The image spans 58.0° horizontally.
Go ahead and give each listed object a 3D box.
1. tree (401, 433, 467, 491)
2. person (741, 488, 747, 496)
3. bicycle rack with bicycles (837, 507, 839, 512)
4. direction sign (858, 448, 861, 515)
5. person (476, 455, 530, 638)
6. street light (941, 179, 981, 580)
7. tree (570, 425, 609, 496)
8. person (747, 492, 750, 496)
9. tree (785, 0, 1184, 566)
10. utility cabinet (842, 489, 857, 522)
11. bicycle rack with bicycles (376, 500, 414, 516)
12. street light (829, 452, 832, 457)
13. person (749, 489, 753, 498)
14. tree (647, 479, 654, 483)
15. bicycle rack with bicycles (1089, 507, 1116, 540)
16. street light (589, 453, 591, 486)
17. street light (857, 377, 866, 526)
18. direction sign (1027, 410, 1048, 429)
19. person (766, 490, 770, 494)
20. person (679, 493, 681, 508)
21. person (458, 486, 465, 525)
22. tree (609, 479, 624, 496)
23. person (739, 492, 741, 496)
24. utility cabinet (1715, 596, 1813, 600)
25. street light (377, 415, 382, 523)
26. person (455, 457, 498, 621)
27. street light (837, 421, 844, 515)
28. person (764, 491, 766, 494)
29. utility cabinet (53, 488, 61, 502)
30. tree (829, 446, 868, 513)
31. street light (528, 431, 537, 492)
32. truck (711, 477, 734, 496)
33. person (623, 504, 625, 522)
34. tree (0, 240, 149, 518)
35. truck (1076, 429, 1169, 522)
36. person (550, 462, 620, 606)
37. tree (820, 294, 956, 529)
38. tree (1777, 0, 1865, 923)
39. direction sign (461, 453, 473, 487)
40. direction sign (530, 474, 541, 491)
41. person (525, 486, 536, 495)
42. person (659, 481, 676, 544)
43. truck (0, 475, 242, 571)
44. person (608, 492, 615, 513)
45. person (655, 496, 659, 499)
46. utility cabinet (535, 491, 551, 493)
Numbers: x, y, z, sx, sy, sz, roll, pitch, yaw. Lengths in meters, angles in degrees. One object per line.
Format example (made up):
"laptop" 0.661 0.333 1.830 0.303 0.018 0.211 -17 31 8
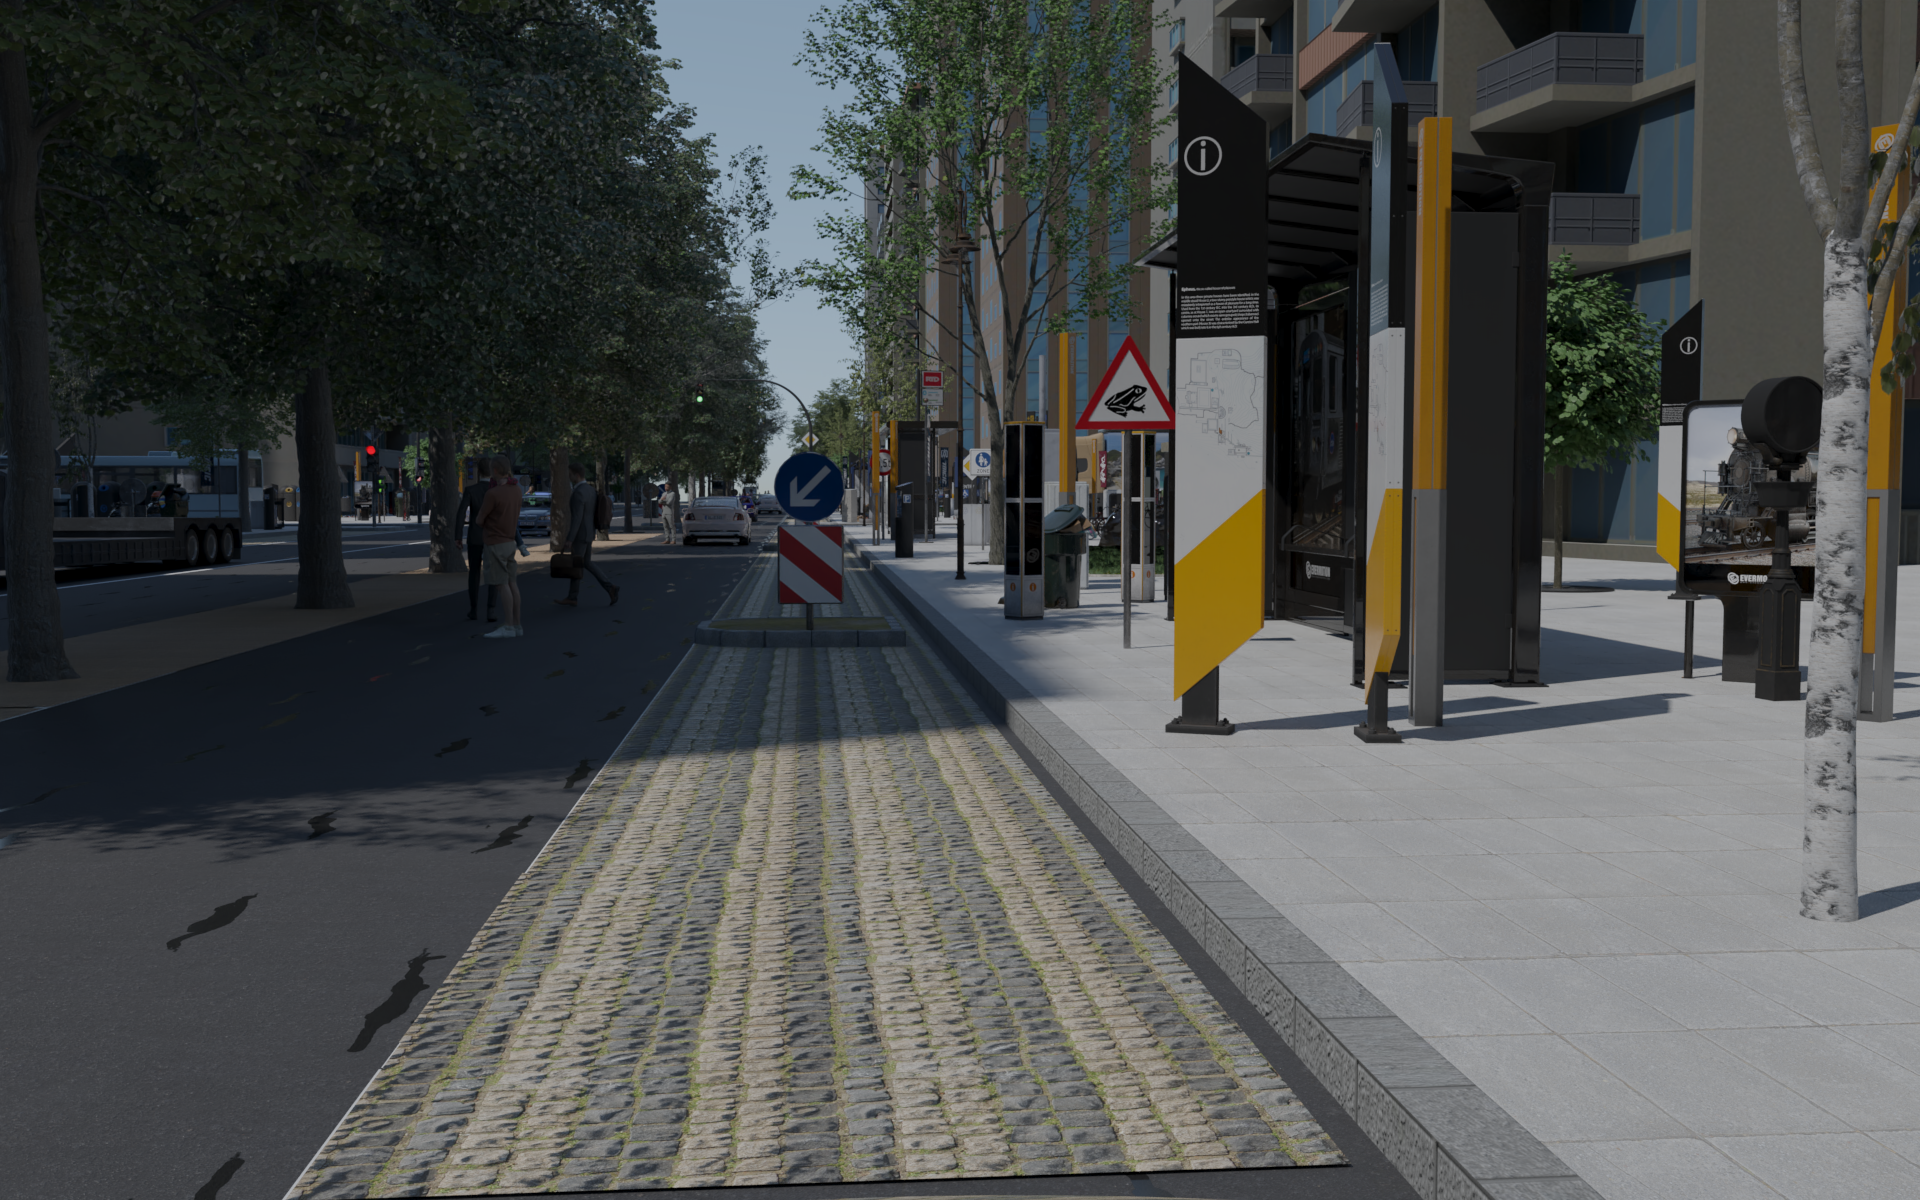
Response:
"tree" -26.839 -6.382 88.059 4.285 4.588 4.351 0 3 0
"person" -14.537 -6.599 116.408 0.388 1.821 0.555 2 4 24
"bicycle rack with bicycles" -8.185 -6.848 125.342 2.852 0.926 2.925 -1 4 -17
"direction sign" -4.925 -5.707 85.304 0.379 3.537 0.876 0 4 4
"person" -4.602 -0.547 17.425 0.573 1.828 0.580 -2 4 -33
"street light" 0.008 -3.245 25.838 0.468 5.910 1.993 0 4 -5
"tree" -33.670 -15.188 165.338 9.611 12.733 9.660 0 3 0
"person" -31.393 -15.105 256.168 1.217 1.736 0.721 -3 5 -44
"tree" 0.733 -6.453 31.260 9.928 11.665 9.643 0 3 0
"utility cabinet" -4.978 -4.225 77.757 0.318 1.500 1.173 -2 4 -25
"bicycle rack with bicycles" -32.733 -5.262 99.415 2.852 0.926 2.925 0 4 4
"street light" -11.232 -10.929 151.482 0.468 5.910 1.993 0 4 -5
"person" -15.228 -7.174 125.801 0.388 1.821 0.555 -1 4 -20
"tree" -38.164 -13.329 212.522 1.663 3.219 1.824 0 3 0
"bicycle rack with bicycles" 4.011 -2.186 49.120 2.925 0.926 2.852 -1 4 -14
"street light" -32.472 -10.977 152.258 0.468 5.910 1.993 0 4 -5
"street light" -3.803 -5.864 68.669 0.468 5.910 1.993 0 4 -5
"direction sign" 2.099 -3.376 47.203 0.379 3.537 0.876 -3 4 -37
"person" -19.388 -10.189 175.181 1.348 1.812 0.705 0 4 4
"person" -29.386 -10.446 180.768 0.415 1.643 0.593 -3 4 -37
"person" -22.962 -4.314 79.137 0.767 1.812 0.694 3 5 42
"tree" -35.926 -11.476 182.230 1.663 3.219 1.824 0 3 0
"person" -38.807 -18.084 304.892 1.217 1.735 0.721 -3 5 -39
"utility cabinet" 9.773 -0.745 20.860 1.173 1.500 0.318 1 4 14
"street light" -25.687 -6.341 76.469 0.468 5.910 1.993 0 4 -5
"person" -5.402 -0.692 19.595 0.659 1.850 0.755 -1 4 -21
"street light" -7.405 -8.260 107.842 0.468 5.910 1.993 0 4 -5
"person" -22.687 -11.848 202.227 1.348 1.822 0.705 3 4 38
"utility cabinet" -34.816 -3.492 65.778 1.173 1.500 0.318 -1 4 -20
"tree" -7.612 -8.322 119.777 4.285 4.588 4.351 0 3 0
"street light" -29.484 -8.989 119.765 0.468 5.910 1.993 0 4 -5
"truck" -27.562 -12.985 201.224 2.839 4.237 11.283 0 4 -6
"person" -17.283 -4.708 89.748 0.394 1.301 0.425 -2 4 -32
"tree" -24.646 -5.995 48.377 4.360 8.622 3.978 0 3 0
"truck" 8.330 -5.211 74.117 11.283 4.237 2.839 0 4 -5
"person" -4.779 -0.832 22.066 0.822 1.834 0.622 0 4 -3
"tree" -2.593 -6.936 63.758 4.737 8.622 4.395 0 3 0
"tree" 2.857 -3.336 4.907 4.360 8.622 3.978 0 3 0
"direction sign" -27.041 -6.293 94.883 0.379 3.537 0.876 3 4 38
"direction sign" -33.337 -8.810 136.043 0.876 3.537 0.379 0 4 1
"person" -19.419 -4.277 78.673 0.600 1.795 0.529 3 4 38
"person" -8.379 -2.496 49.489 0.511 1.800 0.466 2 4 27
"truck" -15.489 -2.276 26.977 2.967 4.110 18.799 0 4 -5
"person" -27.046 -7.580 134.240 0.589 1.601 0.330 0 4 -5
"person" -31.521 -10.513 181.093 0.721 1.736 1.217 -3 5 -41
"utility cabinet" -31.331 -7.431 130.169 1.173 1.500 0.318 -3 5 -39
